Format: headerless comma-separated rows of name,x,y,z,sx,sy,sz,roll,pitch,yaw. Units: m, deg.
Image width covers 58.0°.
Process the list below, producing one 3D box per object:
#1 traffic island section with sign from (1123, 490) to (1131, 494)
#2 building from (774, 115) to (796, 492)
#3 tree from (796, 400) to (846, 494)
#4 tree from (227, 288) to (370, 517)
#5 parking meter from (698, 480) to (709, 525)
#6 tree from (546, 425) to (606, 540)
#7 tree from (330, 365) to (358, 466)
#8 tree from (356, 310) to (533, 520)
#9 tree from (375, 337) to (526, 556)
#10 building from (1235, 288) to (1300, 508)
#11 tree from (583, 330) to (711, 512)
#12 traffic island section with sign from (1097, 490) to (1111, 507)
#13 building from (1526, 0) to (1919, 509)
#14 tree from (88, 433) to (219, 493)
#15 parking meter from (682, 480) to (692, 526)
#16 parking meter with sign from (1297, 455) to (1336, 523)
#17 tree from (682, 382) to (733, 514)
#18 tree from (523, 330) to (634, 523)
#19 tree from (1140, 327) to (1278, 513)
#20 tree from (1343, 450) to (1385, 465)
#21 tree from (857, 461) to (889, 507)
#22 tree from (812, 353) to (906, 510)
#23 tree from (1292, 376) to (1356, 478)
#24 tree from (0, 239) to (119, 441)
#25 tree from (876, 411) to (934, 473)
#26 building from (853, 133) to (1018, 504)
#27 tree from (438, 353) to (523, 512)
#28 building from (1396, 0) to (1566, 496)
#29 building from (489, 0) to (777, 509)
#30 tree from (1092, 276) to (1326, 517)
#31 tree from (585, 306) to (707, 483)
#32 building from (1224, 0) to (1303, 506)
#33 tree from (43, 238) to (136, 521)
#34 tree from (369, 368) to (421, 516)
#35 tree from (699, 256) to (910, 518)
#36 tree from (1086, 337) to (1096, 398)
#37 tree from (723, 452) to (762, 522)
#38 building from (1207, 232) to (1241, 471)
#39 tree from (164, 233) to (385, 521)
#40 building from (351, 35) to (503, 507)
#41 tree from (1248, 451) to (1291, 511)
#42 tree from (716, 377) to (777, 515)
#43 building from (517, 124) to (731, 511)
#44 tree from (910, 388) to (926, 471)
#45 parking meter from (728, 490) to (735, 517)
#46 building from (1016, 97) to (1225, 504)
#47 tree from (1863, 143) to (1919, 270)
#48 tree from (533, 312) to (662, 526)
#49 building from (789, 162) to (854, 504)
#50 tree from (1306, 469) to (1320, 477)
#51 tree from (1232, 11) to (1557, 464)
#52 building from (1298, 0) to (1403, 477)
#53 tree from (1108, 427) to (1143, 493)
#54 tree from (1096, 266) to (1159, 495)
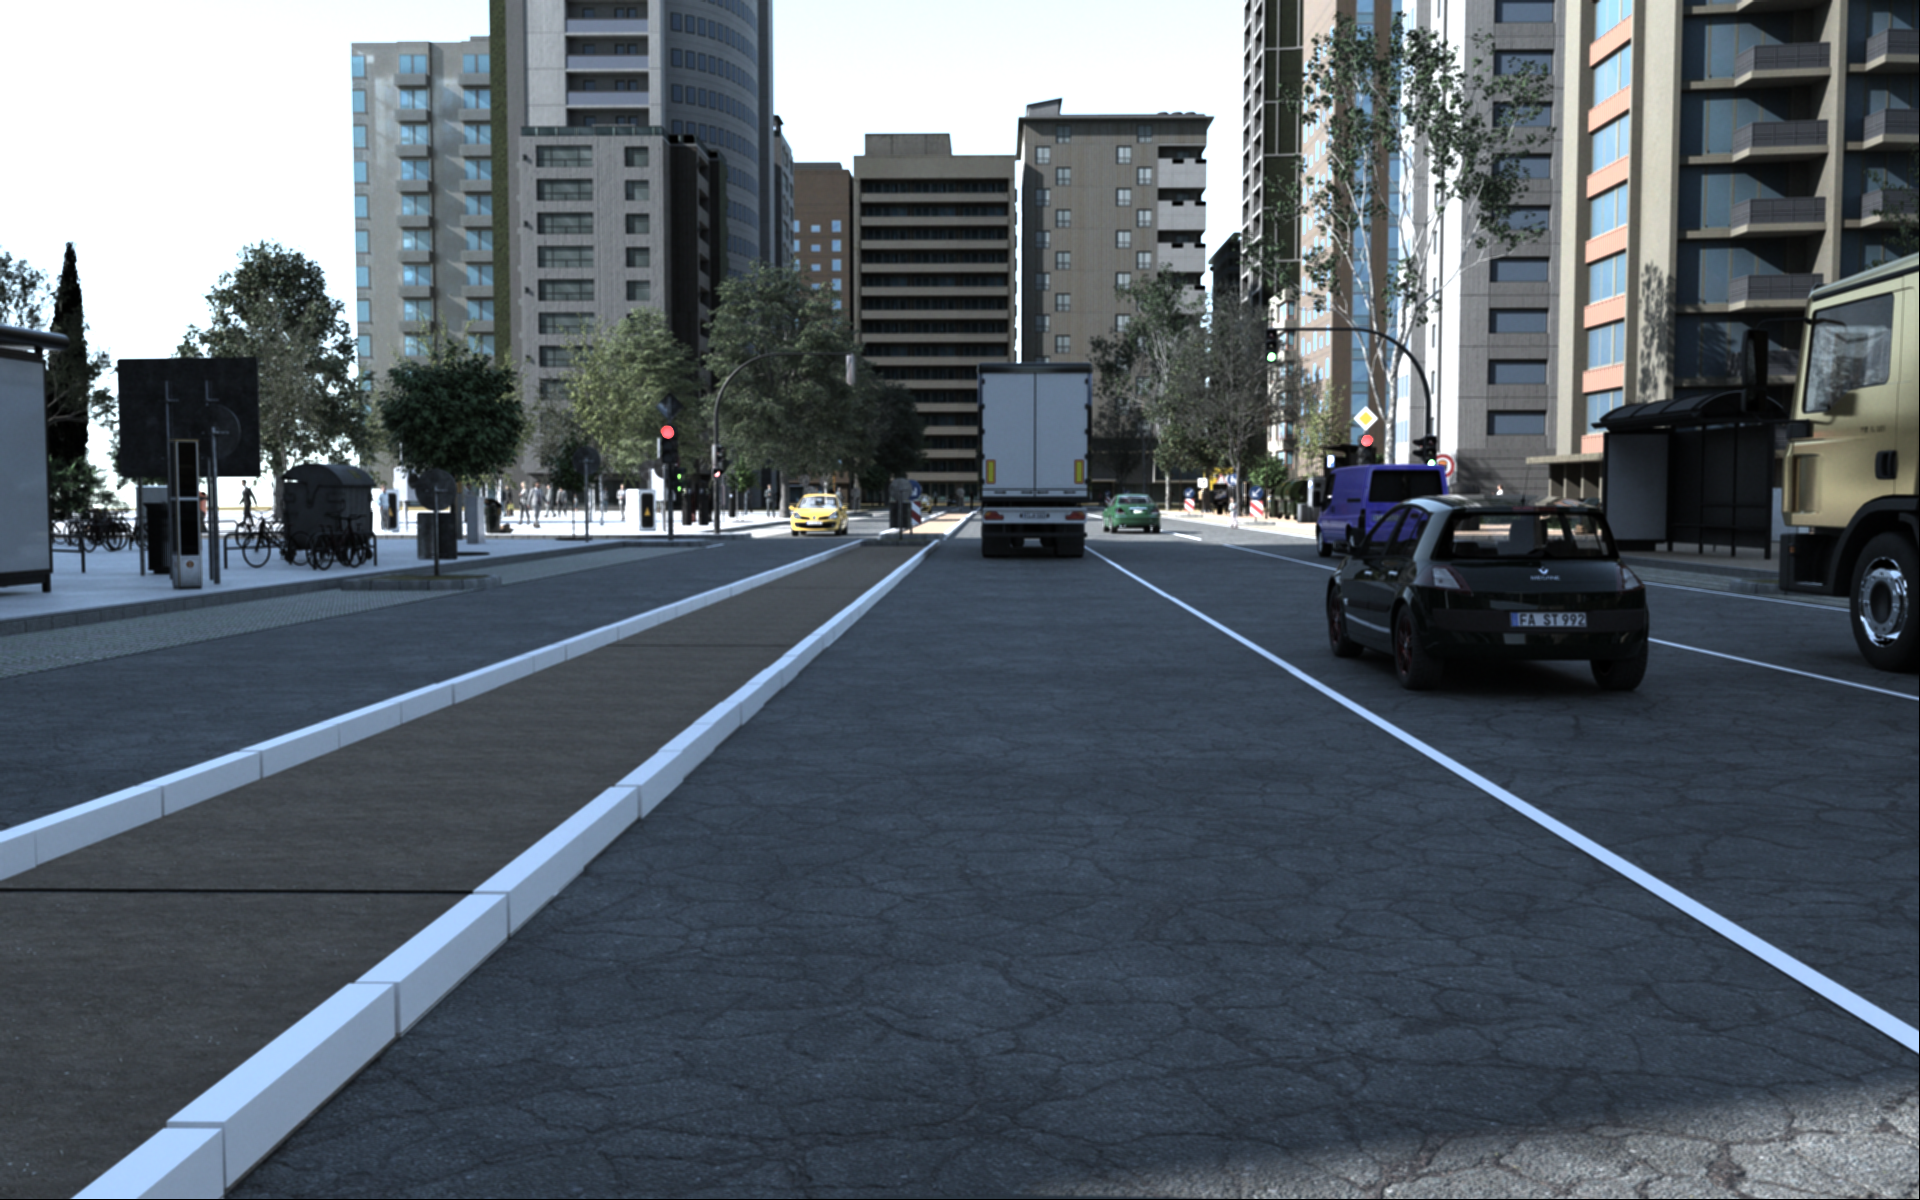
traffic island section with sign,15.086,-9.142,158.103,1.989,1.847,2.006,0,4,1
building,-25.390,-30.910,188.966,14.086,41.232,14.154,0,4,1
tree,-9.118,-10.105,115.585,4.360,8.622,3.978,0,3,0
tree,-23.904,-6.784,61.284,4.360,8.622,3.978,0,3,0
parking meter,-10.530,-4.002,71.151,0.399,1.863,0.255,2,4,29
tree,-10.707,-3.296,48.496,1.663,3.219,1.824,0,3,0
tree,-32.605,-8.818,94.530,4.737,8.622,4.395,0,3,0
tree,-20.325,-7.217,68.362,4.737,8.622,4.395,0,3,0
tree,-10.693,-3.236,36.615,4.285,4.588,4.351,0,3,0
building,41.362,-19.253,159.827,27.650,21.520,28.899,0,4,1
tree,-21.522,-12.452,120.598,9.611,12.733,9.660,0,3,0
traffic island section with sign,15.641,-10.791,185.053,1.989,1.847,2.006,0,4,1
building,41.049,-25.806,76.552,28.867,44.769,22.147,0,4,1
tree,-57.707,-9.333,115.495,20.602,7.101,11.467,0,4,6
parking meter,-11.153,-3.974,70.690,0.255,1.863,0.399,2,4,28
parking meter with sign,15.901,-4.961,77.373,1.738,3.016,0.543,-2,4,-24
tree,-15.682,-9.827,111.025,4.360,8.622,3.978,0,3,0
tree,-16.716,-7.743,76.961,4.360,8.622,3.978,0,3,0
tree,17.033,-12.342,118.792,9.611,12.733,9.660,0,3,0
tree,26.951,-8.044,115.227,4.285,4.588,4.351,0,3,0
tree,-8.463,-11.243,167.529,4.285,4.588,4.351,0,3,0
tree,-8.962,-14.081,140.602,12.009,13.543,11.850,0,3,0
tree,22.606,-9.675,108.556,4.737,8.622,4.395,0,3,0
tree,-34.065,-7.896,63.507,7.601,10.594,8.767,0,4,3
tree,-7.000,-17.111,205.512,9.928,11.665,9.643,0,3,0
building,-3.100,-37.415,235.441,21.600,48.544,21.300,0,4,1
tree,-25.063,-8.624,91.359,4.360,8.622,3.978,0,3,0
building,40.278,-35.044,114.974,21.231,58.520,28.212,0,4,1
building,-29.373,-37.805,160.107,21.231,58.520,28.212,0,4,1
tree,15.719,-11.488,98.206,12.009,13.543,11.850,0,3,0
tree,-19.255,-11.427,104.955,7.486,12.596,7.792,0,3,0
building,39.249,-45.561,183.172,20.563,71.187,20.611,0,4,1
tree,-50.854,-11.380,87.876,18.604,14.587,13.155,-1,4,-8
tree,-32.523,-9.211,100.960,4.360,8.622,3.978,0,3,0
tree,-9.377,-11.314,91.631,9.857,13.997,8.962,0,3,0
tree,18.094,-19.072,167.718,12.611,20.169,13.585,0,3,0
tree,-10.050,-5.163,79.010,1.663,3.219,1.824,0,3,0
building,47.732,-33.542,240.285,23.993,40.220,32.217,0,4,1
tree,-30.127,-9.736,76.190,9.611,12.733,9.660,0,3,0
building,-47.868,-34.534,184.234,30.456,49.044,23.786,0,4,1
tree,22.879,-8.851,128.430,4.285,4.588,4.351,0,3,0
tree,-12.910,-9.520,106.014,4.737,8.622,4.395,0,3,0
building,-26.578,-22.474,139.147,14.160,30.474,14.107,0,4,1
tree,-8.155,-17.485,192.535,9.857,13.997,8.962,0,3,0
parking meter,-12.512,-5.298,95.034,0.372,1.533,0.369,0,3,0
building,21.521,-39.721,238.678,27.495,52.752,28.713,0,4,1
tree,20.648,-5.232,35.904,4.737,8.622,4.395,0,3,0
tree,-14.466,-7.334,70.274,4.737,8.622,4.395,0,3,0
building,-21.311,-35.622,232.526,14.200,45.320,14.600,0,4,1
tree,26.512,-8.277,129.932,1.663,3.219,1.824,0,3,0
tree,16.702,-12.915,67.048,12.611,20.169,13.585,0,3,0
building,35.261,-29.823,137.711,14.600,45.320,14.200,0,4,1
tree,17.932,-14.601,189.096,4.360,8.622,3.978,0,3,0
tree,17.624,-17.342,139.434,12.611,20.169,13.585,0,3,0
